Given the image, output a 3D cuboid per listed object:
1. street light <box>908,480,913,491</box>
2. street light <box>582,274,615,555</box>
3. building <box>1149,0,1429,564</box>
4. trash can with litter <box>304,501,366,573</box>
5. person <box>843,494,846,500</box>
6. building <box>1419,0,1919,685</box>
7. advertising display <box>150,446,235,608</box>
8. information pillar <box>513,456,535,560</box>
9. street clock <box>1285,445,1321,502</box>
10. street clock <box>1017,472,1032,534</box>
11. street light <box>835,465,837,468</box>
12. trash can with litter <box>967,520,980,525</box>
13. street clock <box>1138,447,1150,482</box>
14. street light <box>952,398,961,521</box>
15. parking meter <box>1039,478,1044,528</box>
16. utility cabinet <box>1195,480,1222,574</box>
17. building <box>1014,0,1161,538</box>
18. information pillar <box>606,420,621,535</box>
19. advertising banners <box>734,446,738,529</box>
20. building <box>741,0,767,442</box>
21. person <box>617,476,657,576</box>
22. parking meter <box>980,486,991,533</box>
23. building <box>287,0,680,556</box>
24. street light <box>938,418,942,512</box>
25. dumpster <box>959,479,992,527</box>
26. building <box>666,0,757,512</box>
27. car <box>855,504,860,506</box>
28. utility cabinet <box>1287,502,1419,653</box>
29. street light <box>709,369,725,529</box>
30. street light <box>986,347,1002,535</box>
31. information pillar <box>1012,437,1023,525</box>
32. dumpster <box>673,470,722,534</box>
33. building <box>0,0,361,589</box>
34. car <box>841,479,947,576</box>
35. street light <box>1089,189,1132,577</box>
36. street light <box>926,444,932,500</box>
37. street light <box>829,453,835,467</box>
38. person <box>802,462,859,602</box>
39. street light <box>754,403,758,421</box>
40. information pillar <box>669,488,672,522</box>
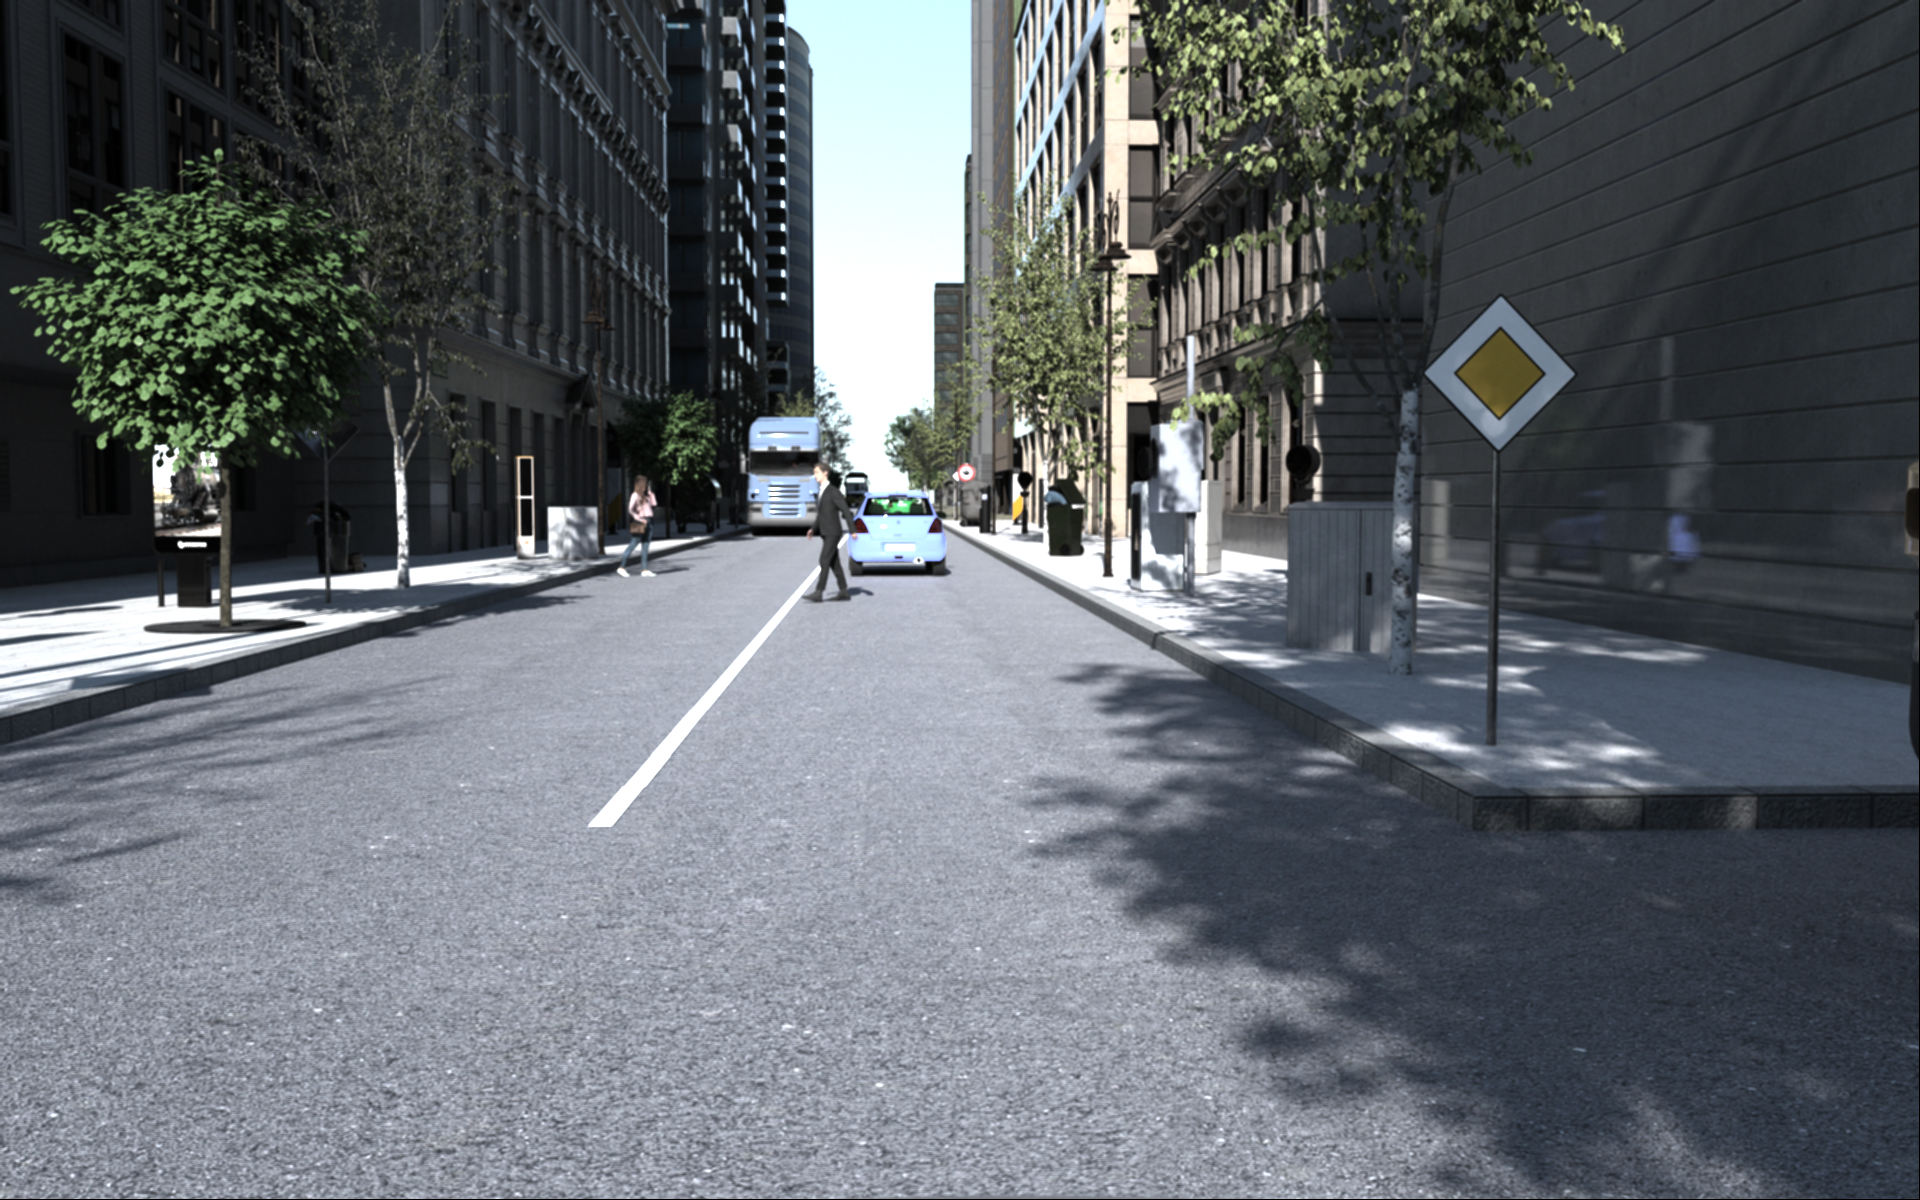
[{"bbox_3d":[-7.211,-16.520,242.891,0.468,5.910,1.993,0,4,-3],"label":"street light"},{"bbox_3d":[-7.589,-3.897,36.500,0.468,5.910,1.993,0,4,-3],"label":"street light"},{"bbox_3d":[10.657,-10.749,40.371,10.561,19.102,19.286,0,4,-3],"label":"building"},{"bbox_3d":[-10.163,-1.031,28.245,0.624,1.170,1.055,0,4,7],"label":"trash can with litter"},{"bbox_3d":[-10.544,-8.869,156.759,0.557,1.426,1.065,1,4,22],"label":"person"},{"bbox_3d":[20.859,-14.618,16.494,29.804,29.767,11.434,0,4,-3],"label":"building"},{"bbox_3d":[-8.683,-0.880,19.596,0.974,1.923,0.123,1,4,11],"label":"advertising display"},{"bbox_3d":[-8.521,-1.800,33.930,0.304,2.012,0.304,-2,4,-23],"label":"information pillar"},{"bbox_3d":[5.056,-1.284,25.570,0.358,2.002,0.471,-3,5,-45],"label":"street clock"},{"bbox_3d":[2.089,-3.137,55.862,0.471,2.002,0.358,0,4,5],"label":"street clock"},{"bbox_3d":[-16.096,-15.421,224.926,0.468,5.910,1.993,0,4,-3],"label":"street light"},{"bbox_3d":[0.620,-3.658,71.198,0.624,1.170,1.055,-1,4,-19],"label":"trash can with litter"},{"bbox_3d":[2.930,-1.358,26.771,0.358,2.002,0.471,-1,4,-15],"label":"street clock"},{"bbox_3d":[-0.174,-6.771,83.500,0.468,5.910,1.993,0,4,-3],"label":"street light"},{"bbox_3d":[3.079,-3.618,64.865,0.255,1.863,0.399,0,4,3],"label":"parking meter"},{"bbox_3d":[3.937,-1.170,27.812,0.318,1.500,1.173,1,4,20],"label":"utility cabinet"},{"bbox_3d":[13.006,-16.070,67.262,19.350,26.468,34.151,0,4,-3],"label":"building"},{"bbox_3d":[-10.919,-3.870,54.629,0.504,3.616,0.183,2,4,28],"label":"information pillar"},{"bbox_3d":[-8.305,-4.156,64.139,0.090,3.025,2.074,0,4,-5],"label":"advertising banners"},{"bbox_3d":[-23.570,-30.207,143.988,14.600,45.320,14.200,0,4,-3],"label":"building"},{"bbox_3d":[-5.630,-1.289,30.172,0.643,1.750,0.593,1,4,18],"label":"person"},{"bbox_3d":[0.823,-2.944,56.547,0.372,1.533,0.369,0,3,0],"label":"parking meter"},{"bbox_3d":[-19.838,-17.113,56.210,17.030,29.872,44.131,0,4,-3],"label":"building"},{"bbox_3d":[-1.135,-7.983,103.314,0.468,5.910,1.993,0,4,-3],"label":"street light"},{"bbox_3d":[0.608,-3.821,68.226,1.264,1.857,1.865,0,4,-2],"label":"dumpster"},{"bbox_3d":[-26.070,-30.694,121.456,23.786,49.044,30.456,0,4,-3],"label":"building"},{"bbox_3d":[-11.483,-11.852,203.558,2.009,1.686,4.222,0,4,-4],"label":"car"},{"bbox_3d":[3.225,-0.190,14.274,1.020,1.237,0.306,2,4,31],"label":"utility cabinet"},{"bbox_3d":[-8.976,-5.582,64.061,0.468,5.910,1.993,0,4,-3],"label":"street light"},{"bbox_3d":[1.070,-5.005,54.614,0.468,5.910,1.993,0,4,-3],"label":"street light"},{"bbox_3d":[2.365,-4.877,71.090,0.504,3.616,0.183,3,5,44],"label":"information pillar"},{"bbox_3d":[-8.684,-3.336,57.039,1.502,2.255,1.985,0,4,-2],"label":"dumpster"},{"bbox_3d":[-18.275,-13.962,21.789,14.314,27.812,24.014,0,4,-3],"label":"building"},{"bbox_3d":[-1.189,-1.345,31.586,1.945,1.707,3.694,0,4,-4],"label":"car"},{"bbox_3d":[2.296,-3.295,26.667,0.468,5.910,1.993,0,4,-3],"label":"street light"},{"bbox_3d":[-2.355,-9.743,132.081,0.468,5.910,1.993,0,4,-3],"label":"street light"},{"bbox_3d":[-14.784,-13.687,196.565,0.468,5.910,1.993,0,4,-3],"label":"street light"},{"bbox_3d":[-1.792,-0.900,22.999,0.755,1.850,0.659,-2,4,-26],"label":"person"},{"bbox_3d":[-9.961,-6.900,85.600,0.468,5.910,1.993,0,4,-3],"label":"street light"},{"bbox_3d":[-13.534,-5.418,79.946,0.183,3.616,0.504,1,4,19],"label":"information pillar"}]
